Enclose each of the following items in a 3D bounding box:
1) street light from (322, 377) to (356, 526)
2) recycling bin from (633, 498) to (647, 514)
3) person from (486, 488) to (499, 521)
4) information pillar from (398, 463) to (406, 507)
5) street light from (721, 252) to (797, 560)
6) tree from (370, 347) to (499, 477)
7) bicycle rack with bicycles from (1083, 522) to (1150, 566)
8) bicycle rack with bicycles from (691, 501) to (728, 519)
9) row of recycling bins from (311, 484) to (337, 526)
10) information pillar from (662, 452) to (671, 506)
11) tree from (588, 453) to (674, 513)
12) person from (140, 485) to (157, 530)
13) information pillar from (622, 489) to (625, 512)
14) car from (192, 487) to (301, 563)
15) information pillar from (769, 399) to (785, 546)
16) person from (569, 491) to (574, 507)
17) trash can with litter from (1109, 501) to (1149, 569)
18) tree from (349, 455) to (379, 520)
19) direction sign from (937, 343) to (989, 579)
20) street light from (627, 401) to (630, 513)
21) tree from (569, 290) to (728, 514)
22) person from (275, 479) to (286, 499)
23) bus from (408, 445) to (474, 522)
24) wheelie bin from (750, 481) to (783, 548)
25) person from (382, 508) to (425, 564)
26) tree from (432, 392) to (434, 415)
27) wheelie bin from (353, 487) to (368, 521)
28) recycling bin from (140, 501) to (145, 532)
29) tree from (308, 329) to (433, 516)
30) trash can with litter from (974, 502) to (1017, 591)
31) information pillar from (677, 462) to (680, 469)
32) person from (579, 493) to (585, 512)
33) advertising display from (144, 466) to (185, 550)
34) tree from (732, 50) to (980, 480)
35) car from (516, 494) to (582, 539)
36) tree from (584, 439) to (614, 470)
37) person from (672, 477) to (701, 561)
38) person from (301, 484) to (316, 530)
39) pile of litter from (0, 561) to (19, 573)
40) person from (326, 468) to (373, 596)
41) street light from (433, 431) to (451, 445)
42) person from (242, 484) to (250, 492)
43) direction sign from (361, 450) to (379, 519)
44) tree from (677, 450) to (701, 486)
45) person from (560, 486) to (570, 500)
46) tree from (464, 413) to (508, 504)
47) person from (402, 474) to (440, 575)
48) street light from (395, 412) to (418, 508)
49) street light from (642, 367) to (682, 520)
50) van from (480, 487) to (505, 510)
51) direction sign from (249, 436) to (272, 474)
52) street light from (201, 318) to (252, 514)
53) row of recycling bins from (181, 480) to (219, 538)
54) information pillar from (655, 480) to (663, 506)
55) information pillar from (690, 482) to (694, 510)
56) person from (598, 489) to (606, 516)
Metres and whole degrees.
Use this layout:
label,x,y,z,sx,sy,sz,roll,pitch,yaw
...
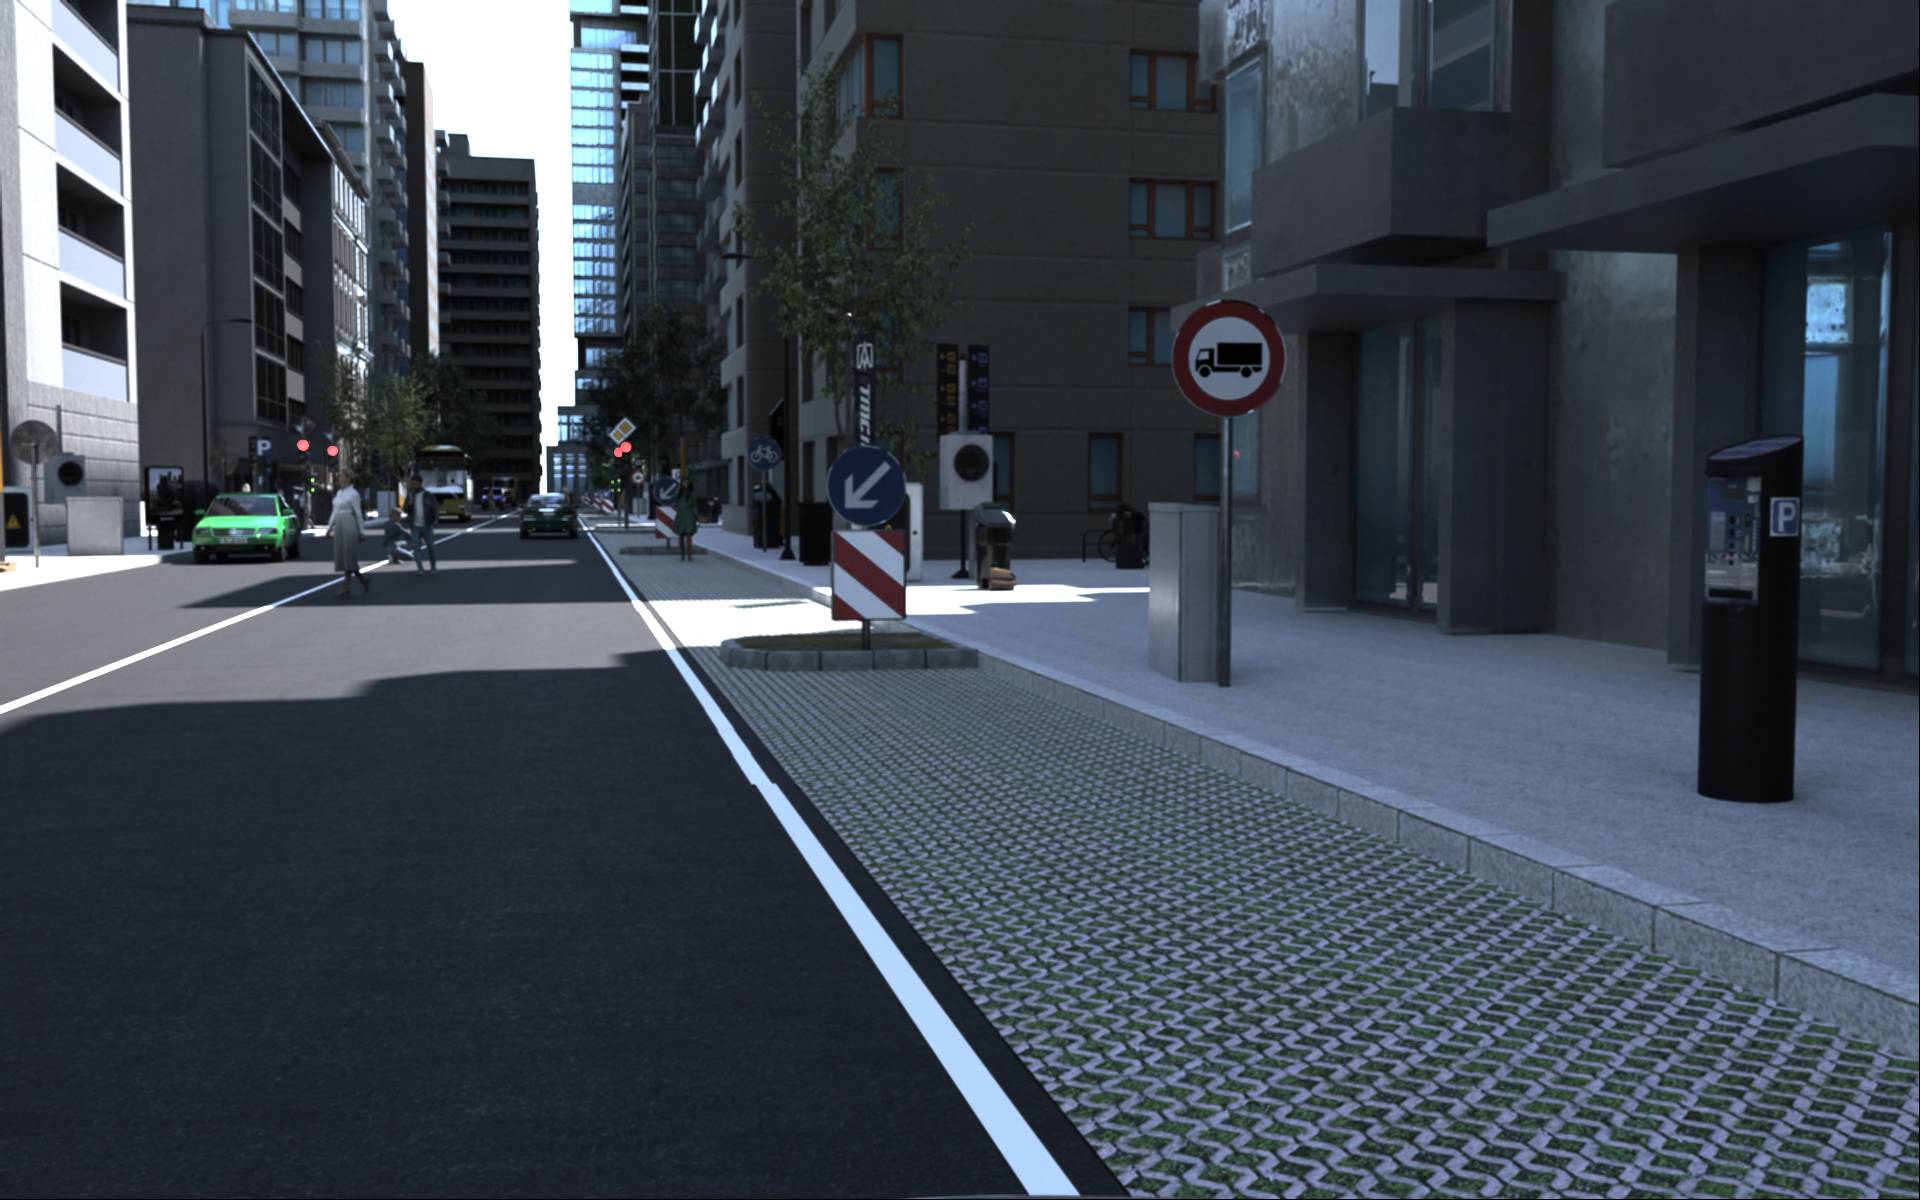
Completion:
label,x,y,z,sx,sy,sz,roll,pitch,yaw
street light,-24.699,-5.895,68.919,1.470,5.913,1.316,-1,4,-13
recycling bin,-20.320,-5.951,109.856,0.722,1.027,0.722,2,4,27
person,-25.260,-5.183,93.576,0.599,1.781,0.374,1,4,21
information pillar,-38.985,-7.936,121.109,0.504,3.616,0.183,-2,4,-27
street light,-3.896,-3.733,33.584,1.470,5.913,1.316,-1,4,-13
tree,-40.985,-13.359,135.419,9.611,12.733,9.660,0,3,0
bicycle rack with bicycles,3.746,-1.155,32.260,2.925,0.926,2.852,-2,4,-30
bicycle rack with bicycles,-13.058,-4.660,89.580,2.925,0.926,2.852,2,4,35
row of recycling bins,-25.995,-3.926,71.302,1.069,1.692,3.534,-1,4,-12
information pillar,-16.241,-6.391,95.840,0.504,3.616,0.183,1,4,17
tree,-22.788,-8.260,118.757,4.285,4.588,4.351,0,3,0
person,-30.162,-3.452,65.154,1.509,1.804,0.699,0,4,-7
information pillar,-23.930,-8.083,123.509,0.183,3.616,0.504,3,4,37
car,-15.420,-1.758,37.543,1.959,1.807,4.718,-1,4,-15
information pillar,-4.494,-3.132,42.571,0.183,3.616,0.504,3,4,36
person,-42.192,-10.970,188.303,0.568,1.767,0.683,2,4,27
trash can with litter,3.128,-1.127,29.822,1.055,1.170,0.624,-1,4,-13
tree,-29.424,-5.494,84.433,1.663,3.219,1.824,0,3,0
direction sign,0.047,-2.099,26.316,0.876,3.537,0.379,-2,4,-27
street light,-16.026,-6.959,86.326,1.470,5.913,1.316,-1,4,-13
tree,-13.269,-8.891,79.775,7.601,10.594,8.767,0,4,1
person,-17.904,-2.262,45.501,0.388,1.821,0.555,-2,4,-33
bus,-26.999,-6.071,90.811,2.896,3.916,12.252,-1,4,-14
wheelie bin,-4.612,-2.032,41.137,0.693,1.594,0.980,-1,4,-20
person,-11.590,-1.330,35.741,0.738,1.151,1.012,-3,5,-41
tree,-33.483,-9.366,103.491,4.737,8.622,4.395,0,3,0
wheelie bin,-28.428,-4.515,81.723,0.980,1.594,0.693,-1,4,-15
recycling bin,-28.169,-2.826,58.765,0.722,1.027,0.722,0,4,3
tree,-27.268,-7.811,78.065,4.737,8.622,4.395,0,3,0
trash can with litter,0.553,-0.731,23.347,0.624,1.170,1.055,-1,4,-13
information pillar,-20.590,-8.316,127.322,0.504,3.616,0.183,-3,4,-37
person,-29.875,-7.713,137.202,0.503,1.515,0.523,2,4,32
advertising display,-18.300,-2.119,39.861,0.123,1.923,0.974,2,4,26
tree,-1.838,-4.821,29.194,4.737,8.622,4.395,0,3,0
car,-13.579,-2.777,57.208,2.131,1.459,4.920,-1,4,-13
tree,-43.634,-15.916,210.596,4.360,8.622,3.978,0,3,0
person,-5.833,-1.720,36.873,0.600,1.795,0.529,-1,4,-16
person,-25.082,-3.526,66.246,0.767,1.812,0.694,0,4,3
pile of litter,-16.210,-0.895,28.596,1.176,0.858,1.719,-2,4,-32
person,-8.622,-0.965,24.509,0.641,1.798,0.478,-3,5,-44
street light,-38.072,-9.462,127.252,1.470,5.913,1.316,-1,4,-13
person,-25.672,-3.274,62.213,0.537,1.800,0.526,-1,4,-15
direction sign,-30.214,-5.920,88.789,0.876,3.537,0.379,0,3,0
tree,-21.100,-8.941,129.899,4.285,4.588,4.351,0,3,0
person,-17.719,-4.218,77.650,0.537,1.800,0.526,1,4,12
tree,-60.540,-17.811,216.961,9.928,11.665,9.643,0,3,0
person,-9.537,-1.334,30.659,0.623,1.781,0.721,-1,4,-19
street light,-31.449,-7.691,98.292,1.470,5.913,1.316,-1,4,-13
street light,-10.752,-5.558,63.420,1.470,5.913,1.316,-1,4,-13
van,-42.739,-9.431,158.576,2.240,2.365,5.245,-1,4,-13
direction sign,-27.343,-4.632,67.726,0.876,3.537,0.379,0,4,2
street light,-19.361,-4.476,45.719,1.470,5.913,1.316,-1,4,-13
row of recycling bins,-22.308,-2.656,50.546,1.069,1.692,3.534,-2,4,-30
information pillar,-15.595,-5.212,89.707,0.304,2.012,0.304,-2,4,-25
information pillar,-16.299,-6.130,104.719,0.304,2.012,0.304,-3,5,-44
person,-23.311,-6.363,112.763,0.641,1.798,0.478,3,4,36
